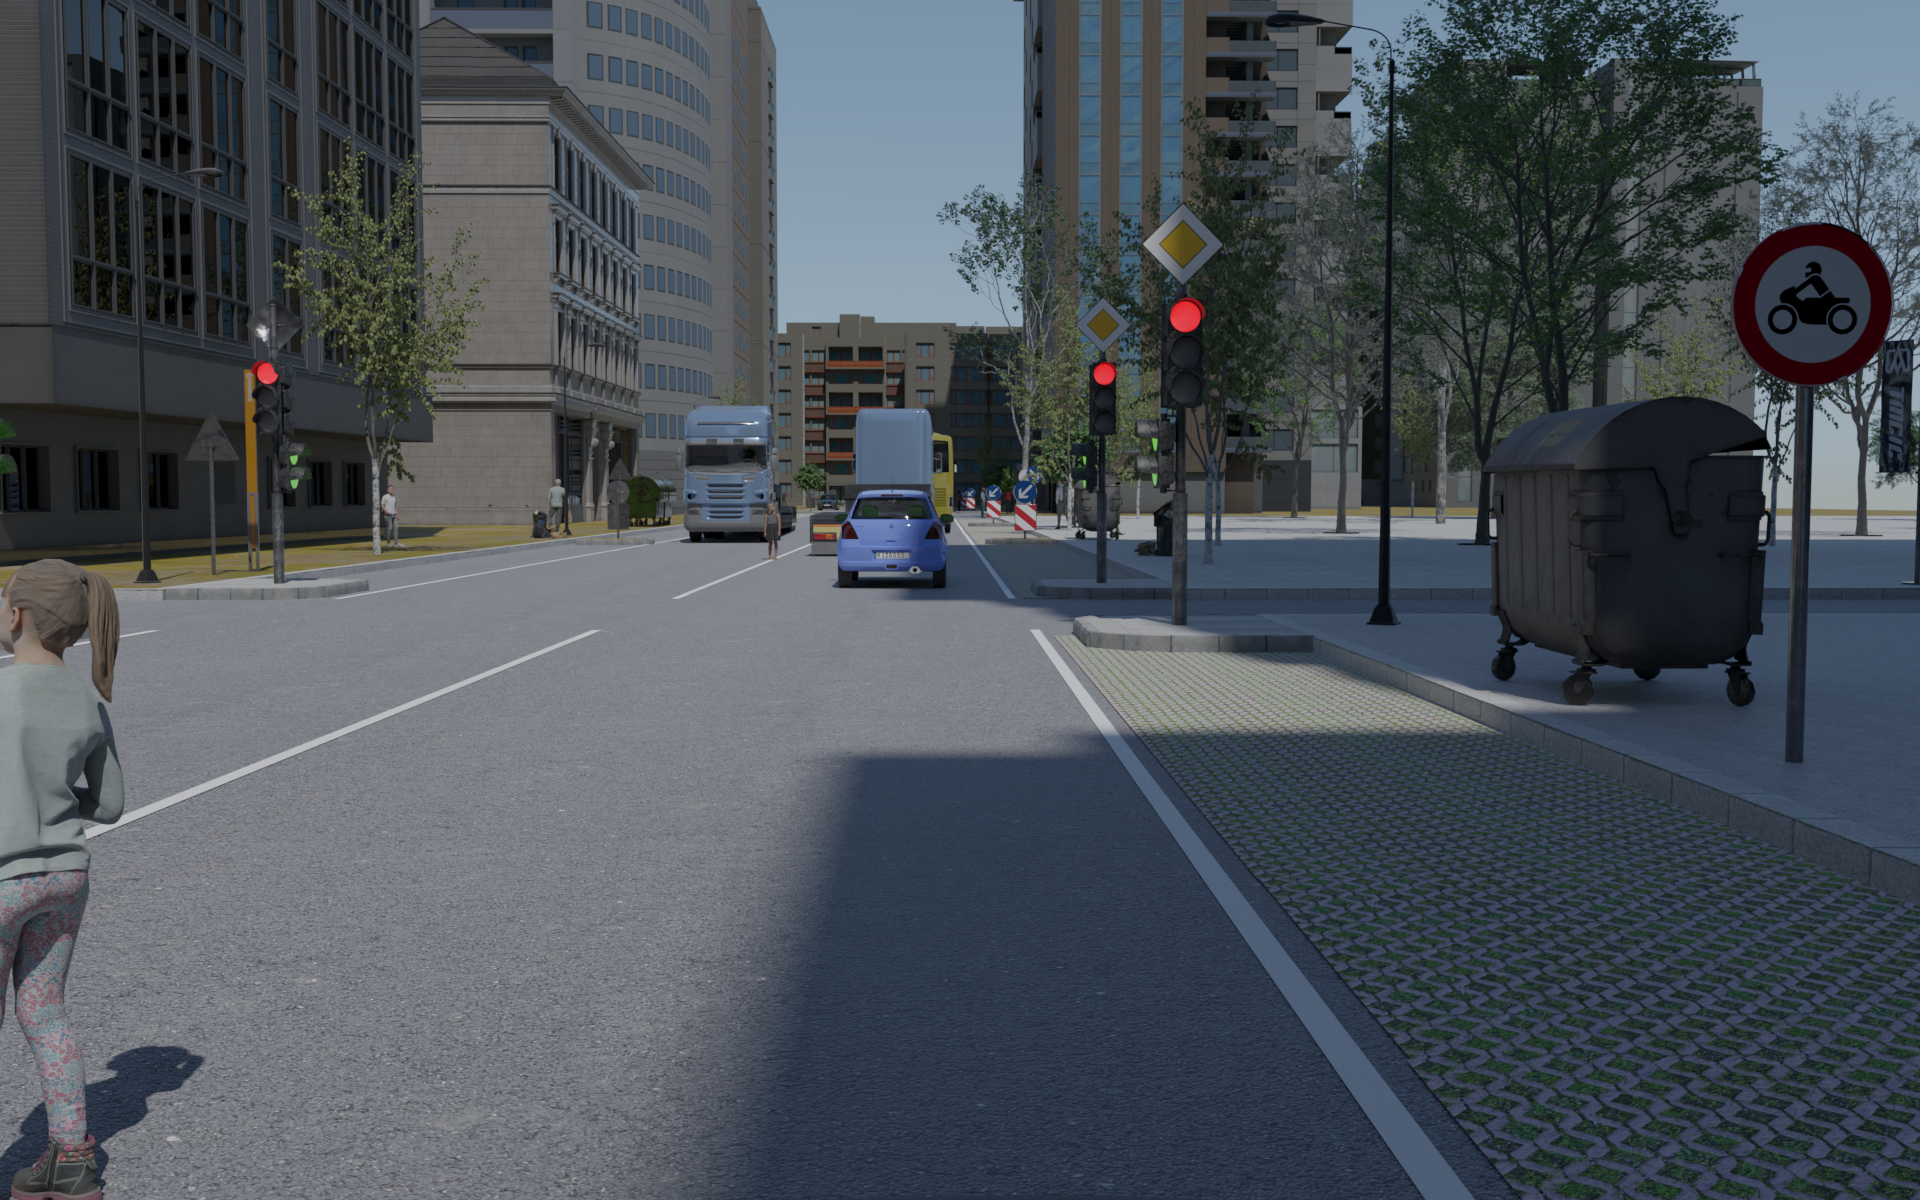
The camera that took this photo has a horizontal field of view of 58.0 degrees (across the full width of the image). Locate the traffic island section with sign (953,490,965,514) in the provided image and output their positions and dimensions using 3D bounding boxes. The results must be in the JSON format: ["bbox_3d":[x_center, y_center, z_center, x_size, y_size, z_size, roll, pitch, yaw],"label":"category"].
[{"bbox_3d":[0.661,-7.224,126.733,1.989,1.847,2.006,0,4,-1],"label":"traffic island section with sign"}]

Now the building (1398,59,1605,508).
[{"bbox_3d":[51.660,-29.544,166.641,14.086,41.232,14.154,0,4,-1],"label":"building"}]

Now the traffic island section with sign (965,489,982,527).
[{"bbox_3d":[1.354,-4.162,76.672,1.989,1.847,2.006,0,4,-1],"label":"traffic island section with sign"}]

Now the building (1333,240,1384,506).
[{"bbox_3d":[39.030,-25.842,194.213,14.107,30.474,14.160,0,4,-1],"label":"building"}]

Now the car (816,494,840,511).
[{"bbox_3d":[-11.382,-8.570,149.913,2.009,1.686,4.222,0,4,0],"label":"car"}]

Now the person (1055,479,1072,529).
[{"bbox_3d":[3.763,-3.467,62.821,0.679,1.850,0.850,-2,4,-34],"label":"person"}]

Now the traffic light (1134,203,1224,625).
[{"bbox_3d":[2.135,-1.711,16.890,0.839,4.253,0.868,0,4,-1],"label":"traffic light"}]

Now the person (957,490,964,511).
[{"bbox_3d":[0.019,-8.233,143.828,0.721,1.735,1.217,1,4,23],"label":"person"}]

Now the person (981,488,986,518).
[{"bbox_3d":[1.405,-5.807,103.521,0.705,1.814,1.350,0,4,3],"label":"person"}]

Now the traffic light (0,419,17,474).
[{"bbox_3d":[-9.625,-1.700,16.711,0.839,4.253,0.868,0,4,-1],"label":"traffic light"}]

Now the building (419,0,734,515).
[{"bbox_3d":[-27.116,-34.955,113.516,21.231,58.520,28.212,0,4,-1],"label":"building"}]

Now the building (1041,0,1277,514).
[{"bbox_3d":[12.875,-28.560,117.064,14.600,45.320,14.200,0,4,-1],"label":"building"}]

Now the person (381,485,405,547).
[{"bbox_3d":[-13.748,-2.036,41.919,0.523,1.515,0.503,0,4,-1],"label":"person"}]

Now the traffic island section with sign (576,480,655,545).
[{"bbox_3d":[-9.790,-2.496,49.435,1.989,1.847,2.006,0,4,-1],"label":"traffic island section with sign"}]

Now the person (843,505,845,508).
[{"bbox_3d":[-4.743,-3.937,73.536,0.598,1.740,0.731,2,4,27],"label":"person"}]

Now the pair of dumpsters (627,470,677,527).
[{"bbox_3d":[-12.466,-4.105,69.618,1.574,2.255,4.437,0,4,-1],"label":"pair of dumpsters"}]

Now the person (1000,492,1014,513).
[{"bbox_3d":[3.267,-6.763,116.563,1.348,1.831,0.705,1,4,22],"label":"person"}]

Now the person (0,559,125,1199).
[{"bbox_3d":[-1.901,0.570,3.458,0.394,1.301,0.425,1,4,12],"label":"person"}]

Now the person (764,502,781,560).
[{"bbox_3d":[-4.073,-1.497,37.643,0.362,1.253,0.373,1,4,15],"label":"person"}]

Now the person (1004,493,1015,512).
[{"bbox_3d":[3.524,-7.059,122.184,0.721,1.735,1.217,-3,4,-37],"label":"person"}]

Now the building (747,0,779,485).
[{"bbox_3d":[-28.461,-32.867,161.085,21.600,48.544,21.300,0,4,-1],"label":"building"}]

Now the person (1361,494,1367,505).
[{"bbox_3d":[42.397,-10.449,182.592,1.065,1.426,0.557,0,4,6],"label":"person"}]

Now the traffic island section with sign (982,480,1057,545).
[{"bbox_3d":[1.727,-2.508,49.637,1.989,1.847,2.006,0,4,-1],"label":"traffic island section with sign"}]

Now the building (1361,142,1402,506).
[{"bbox_3d":[53.272,-31.236,194.295,14.086,41.232,14.154,0,4,-1],"label":"building"}]

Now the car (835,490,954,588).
[{"bbox_3d":[-1.060,-1.113,27.785,1.945,1.707,3.694,0,4,-1],"label":"car"}]

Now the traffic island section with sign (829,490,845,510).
[{"bbox_3d":[-11.256,-8.897,154.097,1.989,1.847,2.006,0,4,-1],"label":"traffic island section with sign"}]

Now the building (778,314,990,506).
[{"bbox_3d":[-11.636,-21.716,200.099,28.899,21.520,27.650,0,4,-1],"label":"building"}]

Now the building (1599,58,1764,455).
[{"bbox_3d":[66.578,-29.525,166.320,14.086,41.232,14.154,0,4,-1],"label":"building"}]

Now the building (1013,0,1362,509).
[{"bbox_3d":[19.802,-34.806,158.318,28.713,52.752,27.495,0,4,-1],"label":"building"}]

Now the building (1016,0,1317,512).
[{"bbox_3d":[15.129,-42.534,133.681,20.563,71.187,20.611,0,4,-1],"label":"building"}]

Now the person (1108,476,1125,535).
[{"bbox_3d":[4.719,-2.925,53.969,0.850,1.850,0.679,1,4,10],"label":"person"}]

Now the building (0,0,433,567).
[{"bbox_3d":[-22.376,-15.014,38.983,14.314,27.812,24.014,0,4,-1],"label":"building"}]

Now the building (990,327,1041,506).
[{"bbox_3d":[17.433,-21.776,201.083,28.899,21.520,27.650,0,4,-1],"label":"building"}]

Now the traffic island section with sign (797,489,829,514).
[{"bbox_3d":[-10.859,-7.218,126.641,1.989,1.847,2.006,0,4,-1],"label":"traffic island section with sign"}]

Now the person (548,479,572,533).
[{"bbox_3d":[-13.071,-3.059,56.549,0.782,1.767,0.515,-1,4,-11],"label":"person"}]

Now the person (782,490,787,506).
[{"bbox_3d":[-17.791,-10.262,174.751,0.530,1.710,0.541,-3,5,-40],"label":"person"}]

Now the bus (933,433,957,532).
[{"bbox_3d":[-1.535,-4.679,68.053,2.896,3.916,12.252,0,4,0],"label":"bus"}]

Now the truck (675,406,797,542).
[{"bbox_3d":[-7.192,-4.217,58.710,2.967,4.110,18.799,0,4,-3],"label":"truck"}]

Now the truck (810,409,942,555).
[{"bbox_3d":[-2.152,-3.617,48.901,2.967,4.110,18.799,0,4,1],"label":"truck"}]

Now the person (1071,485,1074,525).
[{"bbox_3d":[4.370,-3.843,69.447,0.524,1.755,0.480,-1,4,-9],"label":"person"}]

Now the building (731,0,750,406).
[{"bbox_3d":[-24.216,-29.706,135.806,14.600,45.320,14.200,0,4,-1],"label":"building"}]

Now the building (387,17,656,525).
[{"bbox_3d":[-21.078,-13.502,71.668,10.553,20.767,40.483,0,4,-1],"label":"building"}]
